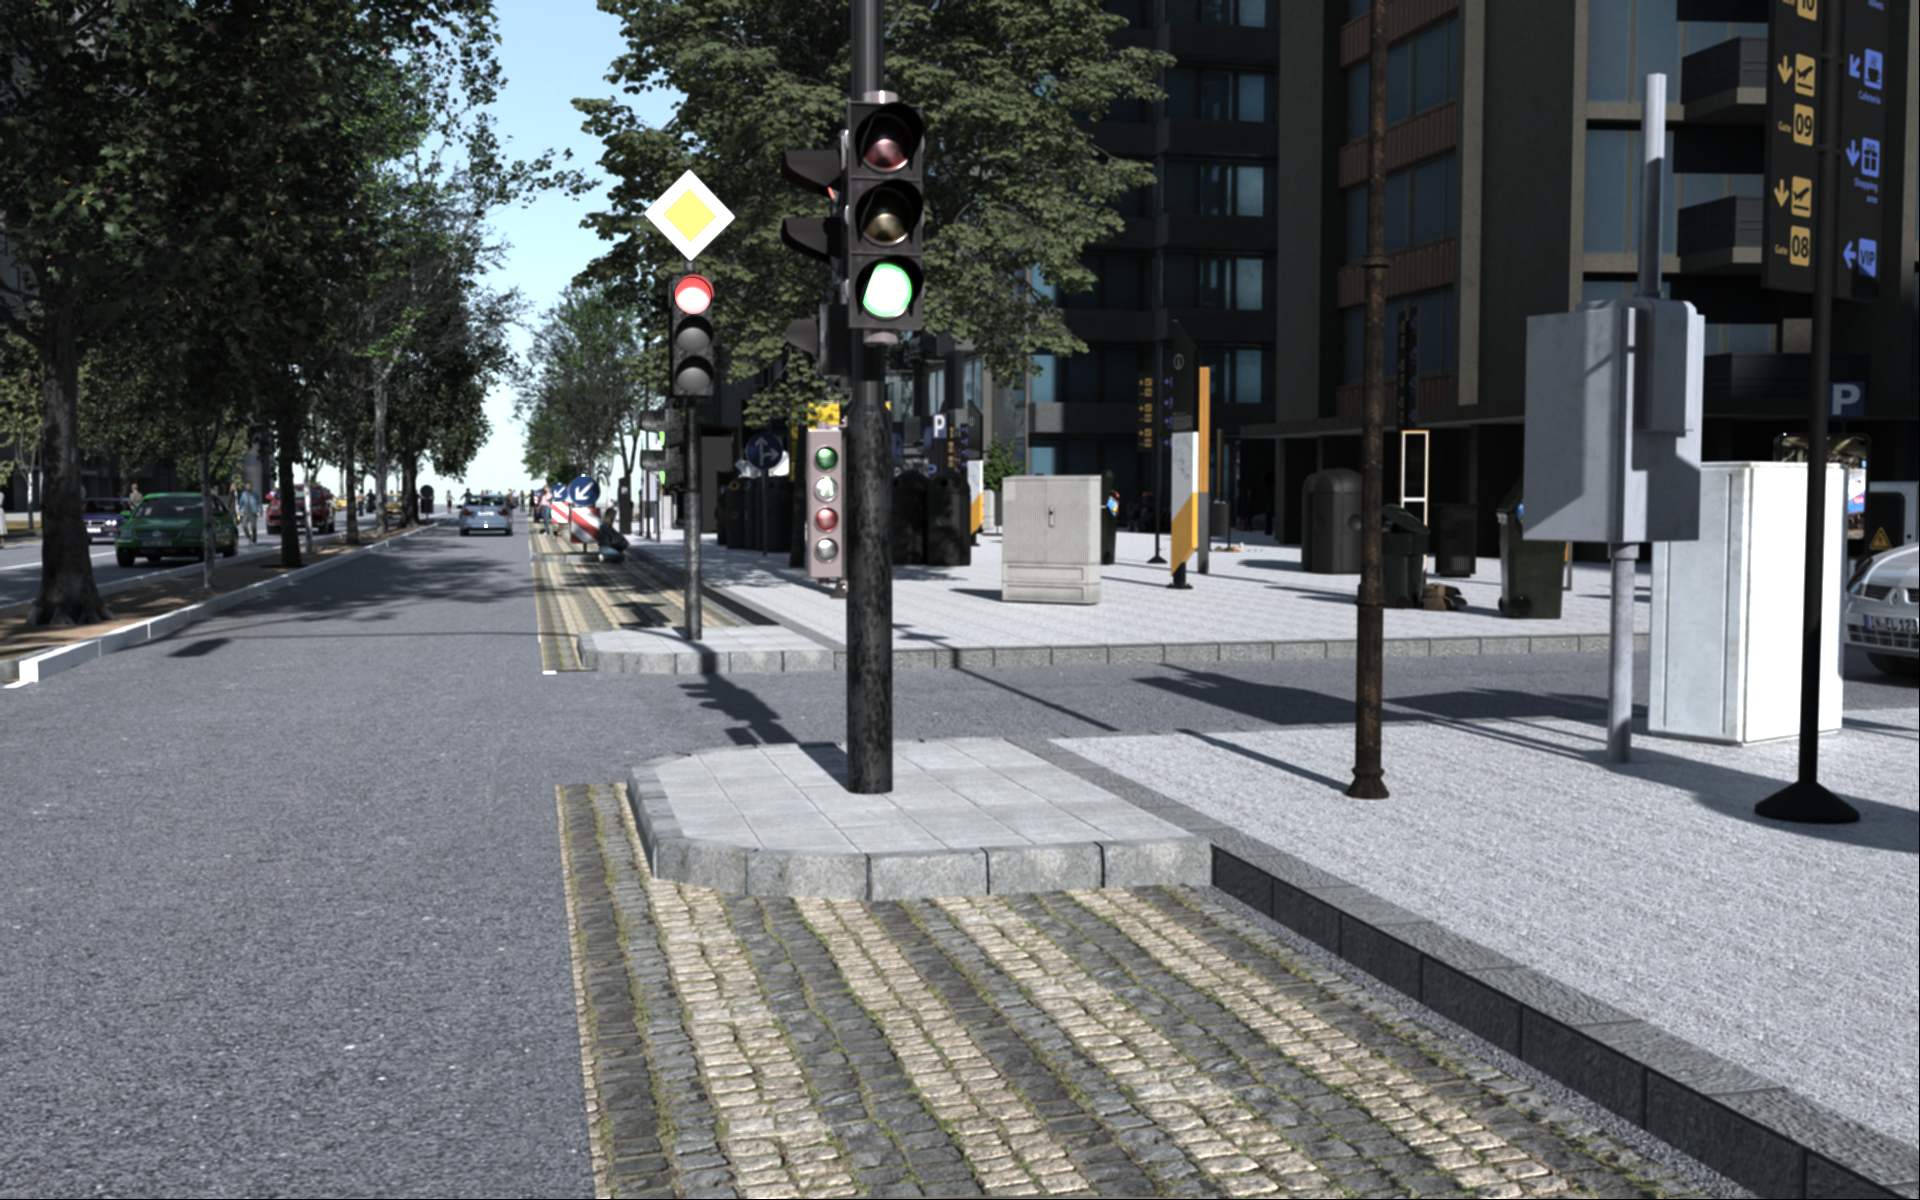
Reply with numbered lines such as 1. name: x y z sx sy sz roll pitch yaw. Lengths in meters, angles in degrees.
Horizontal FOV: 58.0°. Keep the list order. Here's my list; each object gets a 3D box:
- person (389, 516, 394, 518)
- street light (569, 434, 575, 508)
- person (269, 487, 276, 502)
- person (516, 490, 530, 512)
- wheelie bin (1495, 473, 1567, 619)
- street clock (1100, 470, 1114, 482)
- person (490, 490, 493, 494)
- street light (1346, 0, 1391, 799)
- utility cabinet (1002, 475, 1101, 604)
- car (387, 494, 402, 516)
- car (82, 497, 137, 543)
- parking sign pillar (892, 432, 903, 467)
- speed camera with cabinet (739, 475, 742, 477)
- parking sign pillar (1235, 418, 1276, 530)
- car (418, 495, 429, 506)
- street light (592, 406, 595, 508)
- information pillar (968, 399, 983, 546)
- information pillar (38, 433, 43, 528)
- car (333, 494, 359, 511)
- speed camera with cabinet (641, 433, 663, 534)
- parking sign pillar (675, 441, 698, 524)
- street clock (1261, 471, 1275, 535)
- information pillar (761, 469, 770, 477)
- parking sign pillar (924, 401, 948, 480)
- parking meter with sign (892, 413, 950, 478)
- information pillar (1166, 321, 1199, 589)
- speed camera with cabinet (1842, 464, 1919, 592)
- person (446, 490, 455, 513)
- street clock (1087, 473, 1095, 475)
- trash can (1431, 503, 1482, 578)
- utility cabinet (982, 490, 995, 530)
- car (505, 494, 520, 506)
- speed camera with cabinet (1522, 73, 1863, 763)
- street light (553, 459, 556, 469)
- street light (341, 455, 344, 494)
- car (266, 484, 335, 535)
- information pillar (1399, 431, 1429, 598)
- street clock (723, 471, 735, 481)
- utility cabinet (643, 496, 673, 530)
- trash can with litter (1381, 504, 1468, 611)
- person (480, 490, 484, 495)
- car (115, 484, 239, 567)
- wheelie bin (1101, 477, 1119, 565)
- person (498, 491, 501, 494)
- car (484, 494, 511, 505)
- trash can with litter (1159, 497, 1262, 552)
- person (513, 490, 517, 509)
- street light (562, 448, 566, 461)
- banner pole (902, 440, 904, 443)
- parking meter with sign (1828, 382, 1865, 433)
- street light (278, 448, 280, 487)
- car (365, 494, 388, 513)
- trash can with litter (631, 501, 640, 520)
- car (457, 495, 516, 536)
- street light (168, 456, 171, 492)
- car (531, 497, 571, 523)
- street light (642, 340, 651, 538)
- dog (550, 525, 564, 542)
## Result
1. person: -34.181 -5.640 103.979 1.065 1.426 0.557 3 4 39
2. street light: -27.859 -9.286 124.614 0.468 5.910 1.993 -1 4 -14
3. person: -39.334 -5.566 99.367 0.709 1.838 0.599 -2 4 -25
4. person: -35.289 -7.986 139.796 1.217 1.735 0.721 -3 4 -38
5. wheelie bin: 5.965 -0.618 18.014 0.693 1.594 0.980 0 4 8
6. street clock: 4.408 -2.902 52.019 0.358 2.002 0.471 3 5 40
7. person: -51.363 -11.072 189.401 0.599 1.838 0.709 0 4 3
8. street light: 1.733 -2.104 7.182 0.468 5.910 1.993 -1 4 -14
9. utility cabinet: 1.059 -0.709 20.274 1.173 1.500 0.318 2 4 33
10. car: -32.962 -5.587 101.563 2.015 1.641 3.980 -1 4 -15
11. car: -24.701 -2.286 49.955 1.945 1.354 3.894 -1 4 -16
12. parking sign pillar: -2.196 -4.111 55.683 1.447 3.967 1.447 1 4 12
13. speed camera with cabinet: -10.839 -5.452 83.481 0.660 3.252 2.038 -2 4 -31
14. parking sign pillar: 10.572 -4.487 61.833 1.447 3.967 1.447 0 4 -1
15. car: -58.789 -10.830 189.432 2.083 1.381 4.827 -1 4 -13
16. street light: -18.565 -7.035 87.807 0.468 5.910 1.993 -1 4 -14
17. information pillar: 0.366 -3.135 42.610 0.183 3.616 0.504 -3 5 -41
18. information pillar: -34.996 -4.567 66.029 0.183 3.616 0.504 -3 5 -39
19. car: -52.360 -8.418 147.864 2.015 1.641 3.980 -1 4 -13
20. speed camera with cabinet: -10.095 -3.822 56.827 0.660 3.252 2.038 0 4 -7
21. parking sign pillar: -11.733 -5.324 75.519 1.447 3.967 1.447 1 4 10
22. street clock: 9.665 -3.033 54.162 0.471 2.002 0.358 -1 4 -12
23. information pillar: -5.457 -2.663 48.037 0.304 2.012 0.304 -2 4 -28
24. parking sign pillar: -0.691 -3.746 49.716 1.447 3.967 1.447 1 4 12
25. parking meter with sign: -1.077 -2.486 36.900 1.738 3.016 0.543 -3 4 -36
26. information pillar: 3.016 -1.954 23.302 0.183 3.616 0.504 -2 4 -30
27. speed camera with cabinet: 12.853 -1.741 22.799 0.660 3.252 2.038 -2 4 -30
28. person: -38.748 -7.485 131.666 0.721 1.735 1.217 1 4 13
29. street clock: 4.596 -3.445 60.902 0.358 2.002 0.471 1 4 16
30. trash can: 7.618 -0.915 26.614 0.748 1.137 0.748 0 3 0
31. utility cabinet: 0.690 -3.268 62.108 1.173 1.500 0.318 3 4 38
32. car: -54.024 -12.024 208.381 2.131 1.459 4.920 -1 4 -16
33. speed camera with cabinet: 3.739 -0.886 8.826 2.038 3.252 0.660 -2 4 -35
34. street light: -47.967 -14.196 204.894 0.468 5.910 1.993 -1 4 -14
35. street light: -59.115 -11.806 165.817 0.468 5.910 1.993 -1 4 -14
36. car: -23.931 -3.319 62.941 2.281 1.827 5.304 -1 4 -16
37. information pillar: 5.285 -0.961 20.200 0.304 2.012 0.304 1 4 11
38. street clock: -7.248 -3.037 54.221 0.358 2.002 0.471 1 4 17
39. utility cabinet: -10.851 -3.127 62.291 1.020 1.237 0.306 -1 4 -22
40. trash can with litter: 5.165 -0.487 19.344 0.624 1.170 1.055 -3 5 -44
41. person: -47.505 -10.038 172.556 0.705 1.831 1.348 2 4 29
42. car: -16.122 -1.649 35.761 1.959 1.807 4.718 -1 4 -14
43. wheelie bin: 2.462 -1.444 31.513 0.980 1.594 0.693 2 4 26
44. person: -58.377 -12.903 219.469 0.705 1.822 1.348 3 5 43
45. car: -29.045 -5.876 107.876 2.131 1.459 4.920 -1 4 -16
46. trash can with litter: 5.570 -1.717 39.131 2.233 1.210 1.678 3 4 38
47. person: -43.470 -9.809 168.742 0.599 1.838 0.709 2 4 25
48. street light: -37.171 -11.601 162.470 0.468 5.910 1.993 -1 4 -14
49. banner pole: -2.709 -4.945 70.870 0.863 3.779 0.401 0 4 -6
50. parking meter with sign: 13.943 -1.929 27.807 0.543 3.016 1.738 1 4 13
51. street light: -48.343 -9.186 122.981 0.468 5.910 1.993 -1 4 -14
52. car: -45.017 -7.498 134.392 2.131 1.459 4.920 -1 4 -14
53. trash can with litter: -16.052 -4.503 85.006 1.055 1.170 0.624 0 4 -5
54. car: -16.432 -2.941 60.085 2.014 1.417 4.499 -1 4 -14
55. street light: -38.902 -6.873 85.158 0.468 5.910 1.993 -1 4 -14
56. car: -20.336 -4.503 86.207 1.945 1.354 3.894 -1 4 -13
57. street light: -9.030 -4.723 50.006 0.468 5.910 1.993 -1 4 -14
58. dog: -12.096 -1.999 51.975 0.540 0.507 0.406 0 4 6
